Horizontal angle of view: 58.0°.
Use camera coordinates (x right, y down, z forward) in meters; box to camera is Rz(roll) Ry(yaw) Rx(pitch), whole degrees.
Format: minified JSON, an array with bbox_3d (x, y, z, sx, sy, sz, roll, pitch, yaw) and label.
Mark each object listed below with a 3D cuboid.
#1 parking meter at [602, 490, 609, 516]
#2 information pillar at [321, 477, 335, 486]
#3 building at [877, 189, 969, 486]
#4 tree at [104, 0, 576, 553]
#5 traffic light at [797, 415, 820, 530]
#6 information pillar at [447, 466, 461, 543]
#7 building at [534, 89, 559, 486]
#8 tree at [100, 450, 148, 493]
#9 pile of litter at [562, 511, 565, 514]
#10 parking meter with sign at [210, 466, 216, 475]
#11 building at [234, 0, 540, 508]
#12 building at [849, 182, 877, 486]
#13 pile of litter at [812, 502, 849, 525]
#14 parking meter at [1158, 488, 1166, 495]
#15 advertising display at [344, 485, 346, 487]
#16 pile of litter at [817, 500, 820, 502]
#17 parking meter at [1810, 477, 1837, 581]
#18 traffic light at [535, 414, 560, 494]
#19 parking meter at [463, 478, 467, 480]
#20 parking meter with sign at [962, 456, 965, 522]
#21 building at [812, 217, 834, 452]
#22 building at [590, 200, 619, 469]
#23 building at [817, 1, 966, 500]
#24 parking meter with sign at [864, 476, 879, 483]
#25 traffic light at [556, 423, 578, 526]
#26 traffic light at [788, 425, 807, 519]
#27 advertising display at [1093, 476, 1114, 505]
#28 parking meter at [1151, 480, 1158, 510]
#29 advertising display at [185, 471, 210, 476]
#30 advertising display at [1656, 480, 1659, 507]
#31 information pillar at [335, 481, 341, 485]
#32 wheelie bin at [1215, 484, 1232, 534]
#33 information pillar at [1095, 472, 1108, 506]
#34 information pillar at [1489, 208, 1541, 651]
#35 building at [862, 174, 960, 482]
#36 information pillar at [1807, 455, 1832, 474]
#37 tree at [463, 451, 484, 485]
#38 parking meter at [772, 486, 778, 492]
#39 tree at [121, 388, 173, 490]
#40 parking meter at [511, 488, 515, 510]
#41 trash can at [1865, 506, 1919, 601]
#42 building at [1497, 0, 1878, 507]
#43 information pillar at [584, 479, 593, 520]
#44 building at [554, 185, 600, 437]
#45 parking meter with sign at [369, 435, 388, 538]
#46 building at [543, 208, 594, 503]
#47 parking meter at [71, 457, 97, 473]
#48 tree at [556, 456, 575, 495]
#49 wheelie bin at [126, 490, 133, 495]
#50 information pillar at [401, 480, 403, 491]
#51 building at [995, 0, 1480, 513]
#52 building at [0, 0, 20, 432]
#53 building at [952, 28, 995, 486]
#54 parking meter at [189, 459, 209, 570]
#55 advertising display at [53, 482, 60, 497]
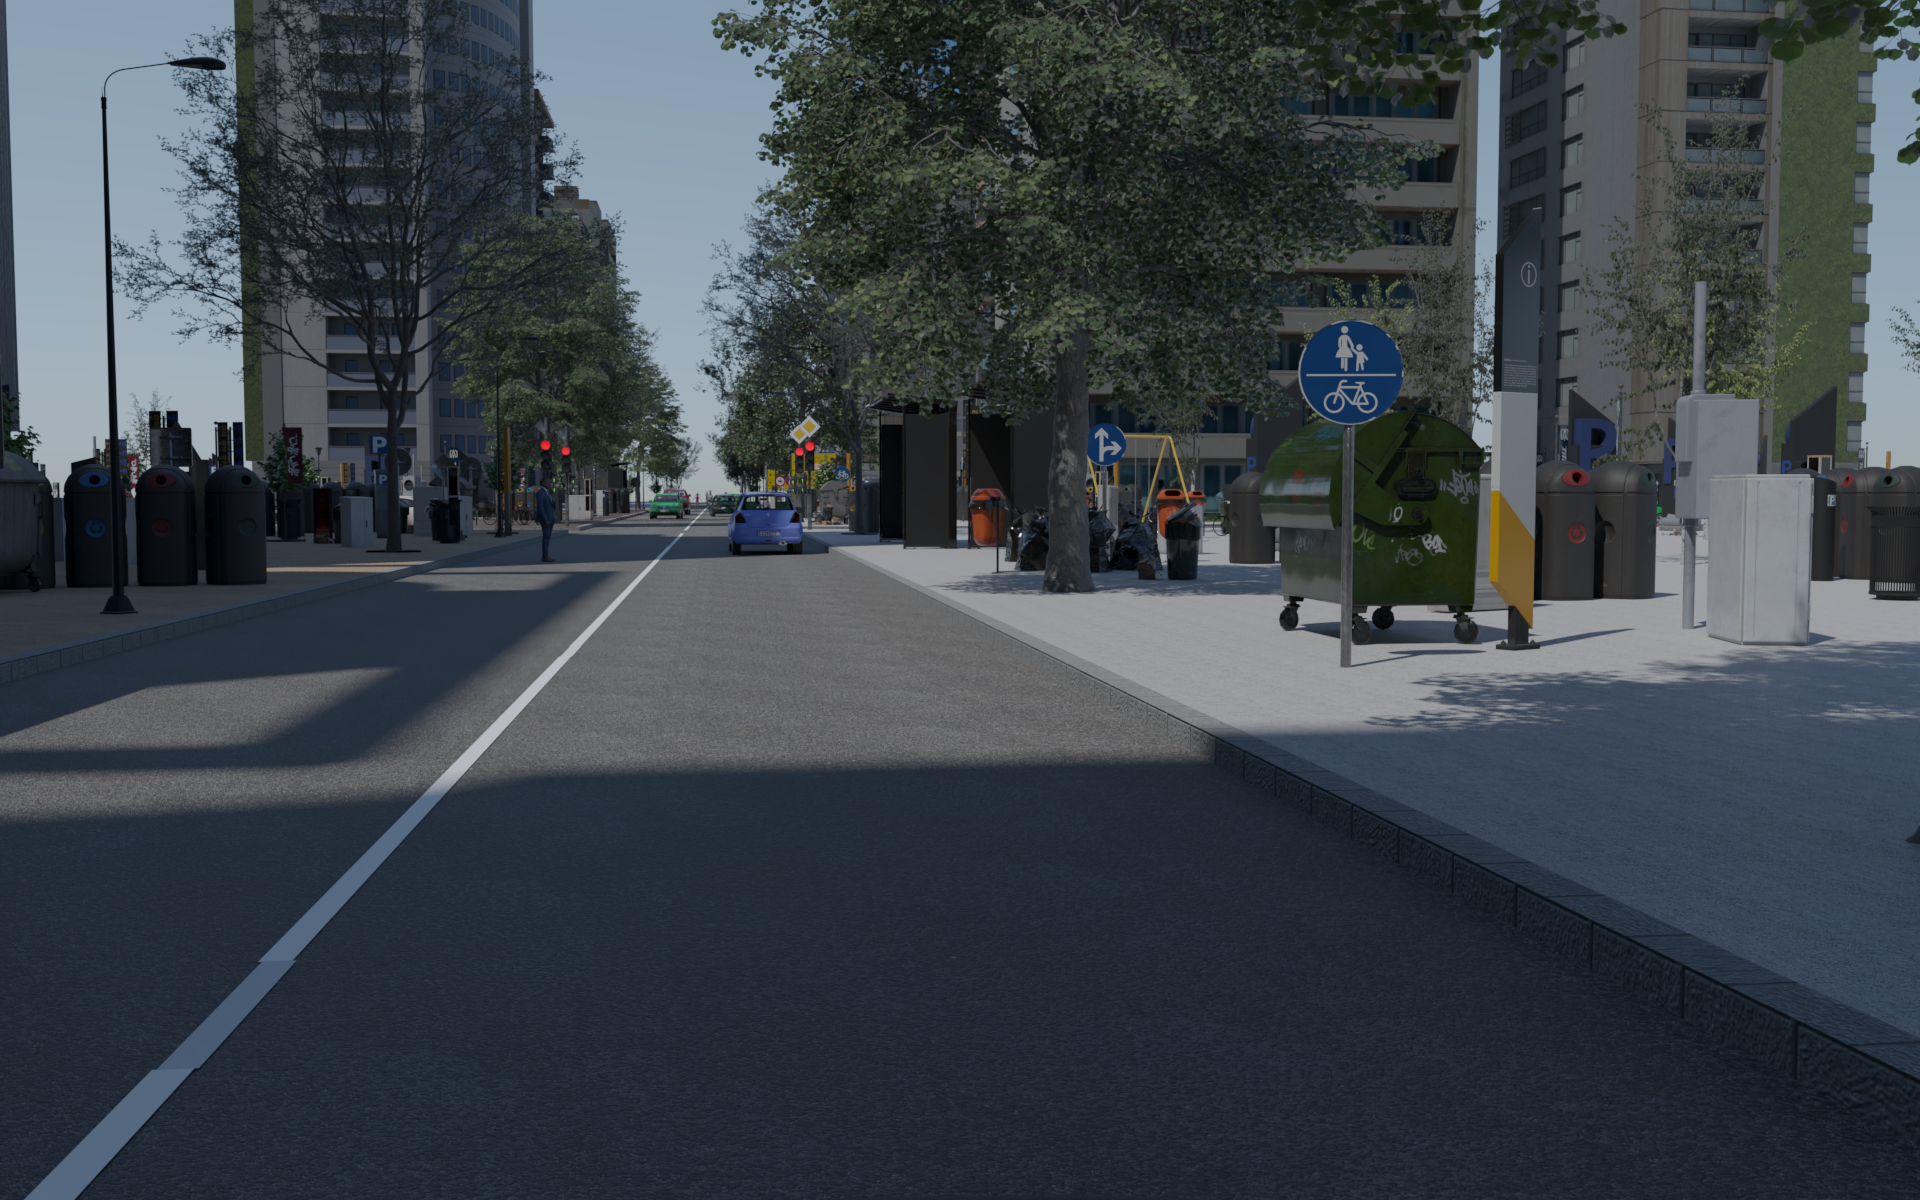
[{"bbox_3d":[-20.786,-5.702,101.637,0.372,1.533,0.369,0,3,0],"label":"parking meter"},{"bbox_3d":[-27.482,-4.321,75.143,0.304,2.012,0.304,1,4,10],"label":"information pillar"},{"bbox_3d":[-1.177,-24.162,166.757,14.160,30.474,14.107,0,4,-8],"label":"building"},{"bbox_3d":[-12.465,-7.795,37.823,12.009,13.543,11.850,0,3,0],"label":"tree"},{"bbox_3d":[-5.406,-4.471,62.025,0.839,4.253,0.868,0,4,-8],"label":"traffic light"},{"bbox_3d":[-13.357,-2.520,45.700,0.304,2.012,0.304,-1,4,-12],"label":"information pillar"},{"bbox_3d":[-54.494,-32.296,182.667,22.147,44.769,28.867,0,4,-8],"label":"building"},{"bbox_3d":[-53.773,-7.775,110.828,4.285,4.588,4.351,0,3,0],"label":"tree"},{"bbox_3d":[-24.812,-5.841,109.460,1.176,0.858,1.719,-2,4,-23],"label":"pile of litter"},{"bbox_3d":[-46.820,-6.920,109.404,0.543,3.016,1.738,-1,4,-10],"label":"parking meter with sign"},{"bbox_3d":[-49.961,-37.437,154.096,21.231,58.520,28.212,0,4,-8],"label":"building"},{"bbox_3d":[-6.283,-31.835,204.104,14.154,41.232,14.086,0,4,-8],"label":"building"},{"bbox_3d":[-5.457,-3.575,72.412,1.719,0.858,1.176,0,4,4],"label":"pile of litter"},{"bbox_3d":[8.823,-4.132,75.972,0.372,1.533,0.369,0,3,0],"label":"parking meter"},{"bbox_3d":[-44.502,-7.308,124.703,0.974,1.923,0.123,2,4,31],"label":"advertising display"},{"bbox_3d":[-11.525,-7.643,138.933,1.719,0.858,1.176,-2,4,-28],"label":"pile of litter"},{"bbox_3d":[12.711,-1.049,25.566,0.372,1.533,0.369,0,3,0],"label":"parking meter"},{"bbox_3d":[-14.478,-4.394,60.755,0.839,4.253,0.868,0,4,-8],"label":"traffic light"},{"bbox_3d":[-17.490,-3.384,61.032,0.255,1.863,0.399,-1,4,-12],"label":"parking meter"},{"bbox_3d":[-0.668,-5.045,78.754,1.738,3.016,0.543,0,4,-6],"label":"parking meter with sign"},{"bbox_3d":[-13.455,-41.006,290.049,23.786,49.044,30.456,0,4,-8],"label":"building"},{"bbox_3d":[-68.063,-40.531,286.375,21.300,48.544,21.600,0,4,-8],"label":"building"},{"bbox_3d":[-10.141,-57.836,258.289,22.319,86.520,31.000,0,4,-8],"label":"building"},{"bbox_3d":[-3.676,-4.692,72.982,1.738,3.016,0.543,-3,5,-39],"label":"parking meter with sign"},{"bbox_3d":[-15.575,-4.877,68.665,0.839,4.253,0.868,0,4,-8],"label":"traffic light"},{"bbox_3d":[-6.503,-4.955,69.935,0.839,4.253,0.868,0,4,-8],"label":"traffic light"},{"bbox_3d":[5.187,-3.502,62.464,0.974,1.923,0.123,-3,4,-36],"label":"advertising display"},{"bbox_3d":[8.093,-4.058,72.067,0.255,1.863,0.399,0,4,8],"label":"parking meter"},{"bbox_3d":[-21.592,-2.678,49.001,0.974,1.923,0.123,2,4,24],"label":"advertising display"},{"bbox_3d":[31.905,-4.578,80.063,0.974,1.923,0.123,-2,4,-27],"label":"advertising display"},{"bbox_3d":[-36.273,-5.902,100.994,0.304,2.012,0.304,3,4,38],"label":"information pillar"},{"bbox_3d":[8.648,-2.906,55.420,0.980,1.594,0.693,0,4,-5],"label":"wheelie bin"},{"bbox_3d":[4.625,-3.188,56.616,0.304,2.012,0.304,-2,4,-25],"label":"information pillar"},{"bbox_3d":[4.546,-1.395,14.163,0.504,3.616,0.183,-2,4,-35],"label":"information pillar"},{"bbox_3d":[5.502,-30.257,186.579,32.217,40.220,23.993,0,4,-8],"label":"building"},{"bbox_3d":[16.336,-1.742,32.970,0.304,2.012,0.304,-1,4,-21],"label":"information pillar"},{"bbox_3d":[-37.896,-9.064,131.913,4.285,4.588,4.351,0,3,0],"label":"tree"},{"bbox_3d":[-12.830,-6.983,119.890,0.399,1.863,0.255,-1,4,-13],"label":"parking meter"},{"bbox_3d":[-56.177,-10.377,120.033,4.360,8.622,3.978,0,3,0],"label":"tree"},{"bbox_3d":[-25.039,-5.553,96.503,0.255,1.863,0.399,3,4,36],"label":"parking meter"},{"bbox_3d":[11.372,-0.571,20.994,0.748,1.137,0.748,0,3,0],"label":"trash can"},{"bbox_3d":[38.738,-25.095,93.895,14.086,41.232,14.154,0,4,-8],"label":"building"},{"bbox_3d":[-18.173,-4.913,84.824,0.304,2.012,0.304,1,4,15],"label":"information pillar"},{"bbox_3d":[-60.736,-36.967,254.524,14.600,45.320,14.200,0,4,-8],"label":"building"},{"bbox_3d":[-16.984,-3.339,50.862,0.543,3.016,1.738,-1,4,-21],"label":"parking meter with sign"},{"bbox_3d":[-58.520,-34.074,240.704,14.154,41.232,14.086,0,4,-8],"label":"building"},{"bbox_3d":[-13.662,-1.303,27.008,0.399,1.863,0.255,-2,4,-26],"label":"parking meter"},{"bbox_3d":[-28.903,-8.836,128.179,4.285,4.588,4.351,0,3,0],"label":"tree"},{"bbox_3d":[-61.531,-7.339,127.908,0.693,1.594,0.980,0,4,2],"label":"wheelie bin"},{"bbox_3d":[-29.754,-5.408,92.908,0.304,2.012,0.304,-2,4,-34],"label":"information pillar"},{"bbox_3d":[12.928,-28.621,91.658,21.600,48.544,21.300,0,4,-8],"label":"building"},{"bbox_3d":[-30.382,-16.330,38.700,14.107,30.474,14.160,0,4,-8],"label":"building"},{"bbox_3d":[11.119,-29.002,128.812,22.147,44.769,28.867,0,4,-8],"label":"building"},{"bbox_3d":[-12.858,-1.443,29.303,0.255,1.863,0.399,-3,4,-36],"label":"parking meter"},{"bbox_3d":[-49.620,-5.499,95.123,0.123,1.923,0.974,-3,5,-41],"label":"advertising display"}]
